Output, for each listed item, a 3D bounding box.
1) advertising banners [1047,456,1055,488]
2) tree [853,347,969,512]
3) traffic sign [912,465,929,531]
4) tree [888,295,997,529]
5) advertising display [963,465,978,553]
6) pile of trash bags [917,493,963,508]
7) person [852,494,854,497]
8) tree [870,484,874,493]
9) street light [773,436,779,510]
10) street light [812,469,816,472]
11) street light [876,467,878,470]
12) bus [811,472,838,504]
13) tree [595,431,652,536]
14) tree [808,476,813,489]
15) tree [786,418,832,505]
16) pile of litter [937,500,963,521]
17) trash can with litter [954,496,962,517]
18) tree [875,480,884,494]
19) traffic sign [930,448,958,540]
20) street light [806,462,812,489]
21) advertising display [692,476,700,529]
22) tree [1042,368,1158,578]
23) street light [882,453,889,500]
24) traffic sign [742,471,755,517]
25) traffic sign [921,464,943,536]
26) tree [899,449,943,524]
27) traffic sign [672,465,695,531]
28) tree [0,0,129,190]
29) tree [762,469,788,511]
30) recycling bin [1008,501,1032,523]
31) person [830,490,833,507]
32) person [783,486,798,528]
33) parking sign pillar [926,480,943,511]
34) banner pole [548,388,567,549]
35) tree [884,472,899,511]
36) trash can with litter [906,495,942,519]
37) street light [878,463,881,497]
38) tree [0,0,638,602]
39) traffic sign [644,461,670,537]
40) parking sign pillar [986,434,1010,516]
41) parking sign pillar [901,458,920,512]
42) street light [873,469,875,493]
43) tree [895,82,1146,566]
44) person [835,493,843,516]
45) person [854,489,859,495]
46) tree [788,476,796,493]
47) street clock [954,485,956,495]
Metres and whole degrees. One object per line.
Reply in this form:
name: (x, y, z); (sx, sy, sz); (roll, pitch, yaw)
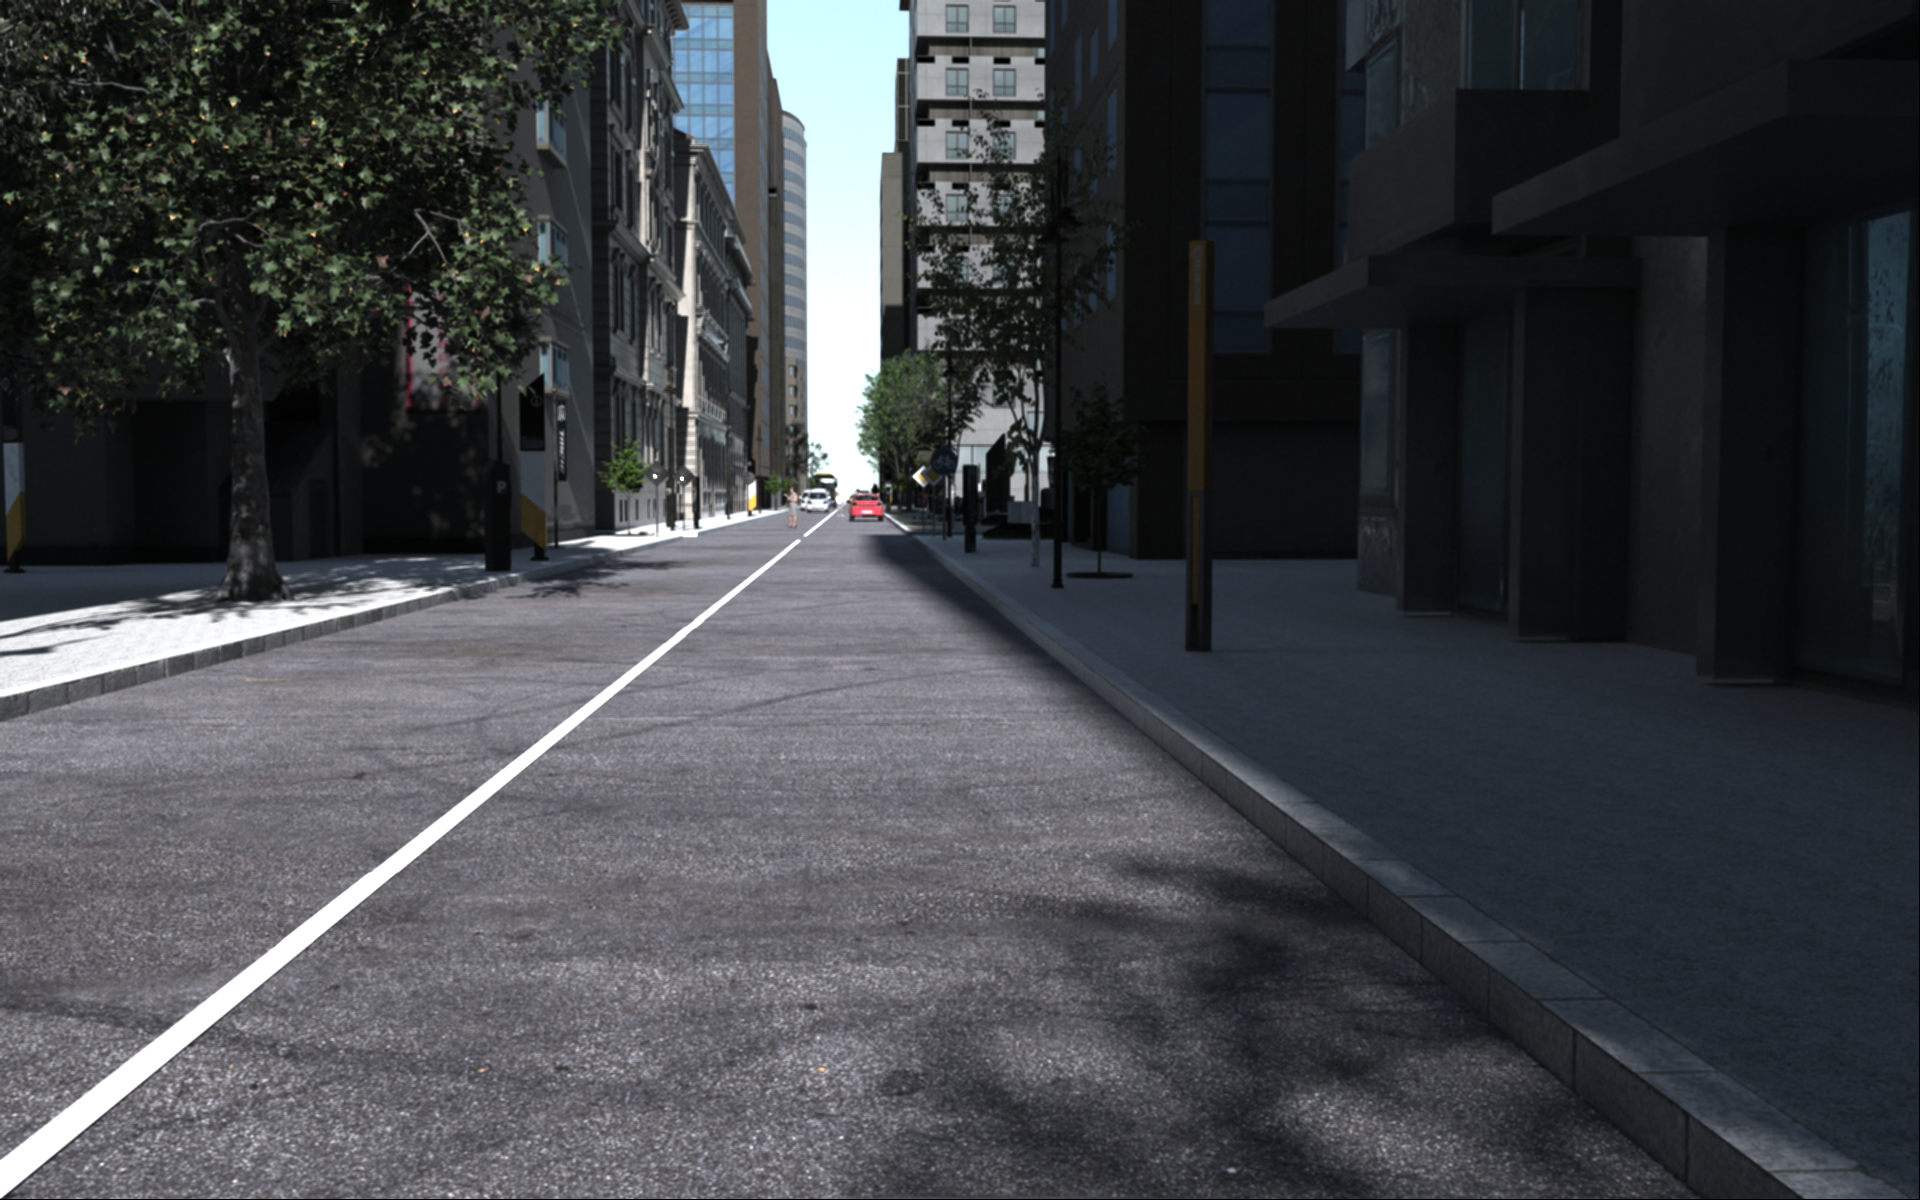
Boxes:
advertising banners: (4.769, -5.112, 79.767); (0.090, 3.025, 2.074); (-3, 5, -44)
tree: (-3.441, -11.954, 121.198); (9.928, 11.665, 9.643); (0, 3, 0)
traffic sign: (-1.270, -3.468, 60.350); (0.795, 2.450, 0.064); (0, 4, -3)
tree: (-0.385, -6.966, 64.263); (4.360, 8.622, 3.978); (0, 3, 0)
advertising display: (0.227, -2.023, 38.296); (0.123, 1.923, 0.974); (1, 4, 13)
pile of trash bags: (-1.119, -6.304, 112.820); (3.447, 1.369, 1.912); (1, 4, 11)
person: (-12.602, -12.340, 210.278); (1.348, 1.821, 0.705); (1, 4, 11)
tree: (-14.018, -17.833, 286.168); (1.663, 3.219, 1.824); (0, 3, 0)
street light: (-14.593, -10.060, 137.269); (0.468, 5.910, 1.993); (0, 4, -3)
street light: (-21.080, -16.726, 246.250); (0.468, 5.910, 1.993); (0, 4, -3)
street light: (-9.853, -14.596, 211.424); (0.468, 5.910, 1.993); (0, 4, -3)
bus: (-15.655, -12.831, 201.332); (2.896, 3.916, 12.252); (0, 4, -2)
tree: (-10.183, -3.585, 53.217); (1.663, 3.219, 1.824); (0, 3, 0)
tree: (-24.766, -18.904, 292.794); (4.285, 4.588, 4.351); (0, 3, 0)
tree: (-19.825, -16.993, 212.251); (8.767, 10.594, 7.601); (-1, 4, -11)
pile of litter: (-0.484, -4.174, 82.206); (1.176, 0.858, 1.719); (-3, 4, -37)
trash can with litter: (-0.308, -5.329, 98.521); (0.624, 1.170, 1.055); (1, 4, 22)
tree: (-7.473, -11.466, 182.077); (1.663, 3.219, 1.824); (0, 3, 0)
traffic sign: (-0.438, -2.933, 48.056); (0.768, 2.556, 0.104); (0, 3, 0)
street light: (-19.397, -15.093, 219.561); (0.468, 5.910, 1.993); (0, 4, -3)
advertising display: (-9.695, -3.571, 63.595); (0.123, 1.923, 0.974); (-1, 4, -17)
tree: (2.178, -1.957, 26.597); (1.663, 3.219, 1.824); (0, 3, 0)
street light: (-6.645, -11.316, 157.806); (0.468, 5.910, 1.993); (0, 4, -3)
traffic sign: (-11.869, -5.938, 97.190); (0.768, 2.556, 0.104); (0, 4, 0)
traffic sign: (-0.796, -2.981, 52.379); (0.795, 2.450, 0.064); (0, 4, -3)
tree: (-1.578, -4.869, 74.209); (1.663, 3.219, 1.824); (0, 3, 0)
traffic sign: (-9.551, -3.440, 59.880); (0.795, 2.450, 0.064); (0, 4, -3)
tree: (-8.031, -3.770, 11.999); (4.360, 8.622, 3.978); (0, 3, 0)
tree: (-14.500, -8.520, 133.907); (1.663, 3.219, 1.824); (0, 3, 0)
recycling bin: (2.168, -2.968, 61.088); (0.722, 1.027, 0.722); (-3, 4, -36)
person: (-14.285, -11.281, 192.575); (0.705, 1.869, 1.348); (0, 4, -5)
person: (-7.236, -3.972, 73.803); (0.532, 1.782, 0.716); (-2, 4, -33)
parking sign pillar: (-1.878, -8.893, 133.874); (1.447, 3.967, 1.447); (0, 4, 2)
banner pole: (-9.403, -3.097, 40.660); (0.401, 3.779, 0.863); (-3, 4, -37)
tree: (-4.334, -8.352, 131.158); (1.663, 3.219, 1.824); (0, 3, 0)
trash can with litter: (-1.717, -4.792, 89.406); (2.233, 1.210, 1.678); (-1, 4, -9)
street light: (-8.230, -12.963, 184.731); (0.468, 5.910, 1.993); (0, 4, -3)
tree: (-8.671, -6.345, 20.747); (9.611, 12.733, 9.660); (0, 3, 0)
traffic sign: (-9.077, -2.952, 51.909); (0.795, 2.450, 0.064); (0, 4, -3)
parking sign pillar: (1.706, -5.463, 77.786); (1.447, 3.967, 1.447); (-2, 4, -35)
parking sign pillar: (-3.641, -8.495, 127.361); (1.447, 3.967, 1.447); (0, 4, 6)
street light: (-11.535, -16.401, 240.938); (0.468, 5.910, 1.993); (0, 4, -3)
tree: (1.097, -4.902, 30.511); (4.737, 8.622, 4.395); (0, 3, 0)
person: (-7.790, -6.174, 112.038); (0.523, 1.515, 0.503); (1, 4, 22)
person: (-7.728, -7.435, 129.917); (0.638, 1.841, 0.748); (-2, 4, -24)
tree: (-16.684, -10.517, 166.561); (1.663, 3.219, 1.824); (0, 3, 0)
street clock: (-0.469, -7.816, 132.364); (0.358, 2.002, 0.471); (0, 4, -6)
